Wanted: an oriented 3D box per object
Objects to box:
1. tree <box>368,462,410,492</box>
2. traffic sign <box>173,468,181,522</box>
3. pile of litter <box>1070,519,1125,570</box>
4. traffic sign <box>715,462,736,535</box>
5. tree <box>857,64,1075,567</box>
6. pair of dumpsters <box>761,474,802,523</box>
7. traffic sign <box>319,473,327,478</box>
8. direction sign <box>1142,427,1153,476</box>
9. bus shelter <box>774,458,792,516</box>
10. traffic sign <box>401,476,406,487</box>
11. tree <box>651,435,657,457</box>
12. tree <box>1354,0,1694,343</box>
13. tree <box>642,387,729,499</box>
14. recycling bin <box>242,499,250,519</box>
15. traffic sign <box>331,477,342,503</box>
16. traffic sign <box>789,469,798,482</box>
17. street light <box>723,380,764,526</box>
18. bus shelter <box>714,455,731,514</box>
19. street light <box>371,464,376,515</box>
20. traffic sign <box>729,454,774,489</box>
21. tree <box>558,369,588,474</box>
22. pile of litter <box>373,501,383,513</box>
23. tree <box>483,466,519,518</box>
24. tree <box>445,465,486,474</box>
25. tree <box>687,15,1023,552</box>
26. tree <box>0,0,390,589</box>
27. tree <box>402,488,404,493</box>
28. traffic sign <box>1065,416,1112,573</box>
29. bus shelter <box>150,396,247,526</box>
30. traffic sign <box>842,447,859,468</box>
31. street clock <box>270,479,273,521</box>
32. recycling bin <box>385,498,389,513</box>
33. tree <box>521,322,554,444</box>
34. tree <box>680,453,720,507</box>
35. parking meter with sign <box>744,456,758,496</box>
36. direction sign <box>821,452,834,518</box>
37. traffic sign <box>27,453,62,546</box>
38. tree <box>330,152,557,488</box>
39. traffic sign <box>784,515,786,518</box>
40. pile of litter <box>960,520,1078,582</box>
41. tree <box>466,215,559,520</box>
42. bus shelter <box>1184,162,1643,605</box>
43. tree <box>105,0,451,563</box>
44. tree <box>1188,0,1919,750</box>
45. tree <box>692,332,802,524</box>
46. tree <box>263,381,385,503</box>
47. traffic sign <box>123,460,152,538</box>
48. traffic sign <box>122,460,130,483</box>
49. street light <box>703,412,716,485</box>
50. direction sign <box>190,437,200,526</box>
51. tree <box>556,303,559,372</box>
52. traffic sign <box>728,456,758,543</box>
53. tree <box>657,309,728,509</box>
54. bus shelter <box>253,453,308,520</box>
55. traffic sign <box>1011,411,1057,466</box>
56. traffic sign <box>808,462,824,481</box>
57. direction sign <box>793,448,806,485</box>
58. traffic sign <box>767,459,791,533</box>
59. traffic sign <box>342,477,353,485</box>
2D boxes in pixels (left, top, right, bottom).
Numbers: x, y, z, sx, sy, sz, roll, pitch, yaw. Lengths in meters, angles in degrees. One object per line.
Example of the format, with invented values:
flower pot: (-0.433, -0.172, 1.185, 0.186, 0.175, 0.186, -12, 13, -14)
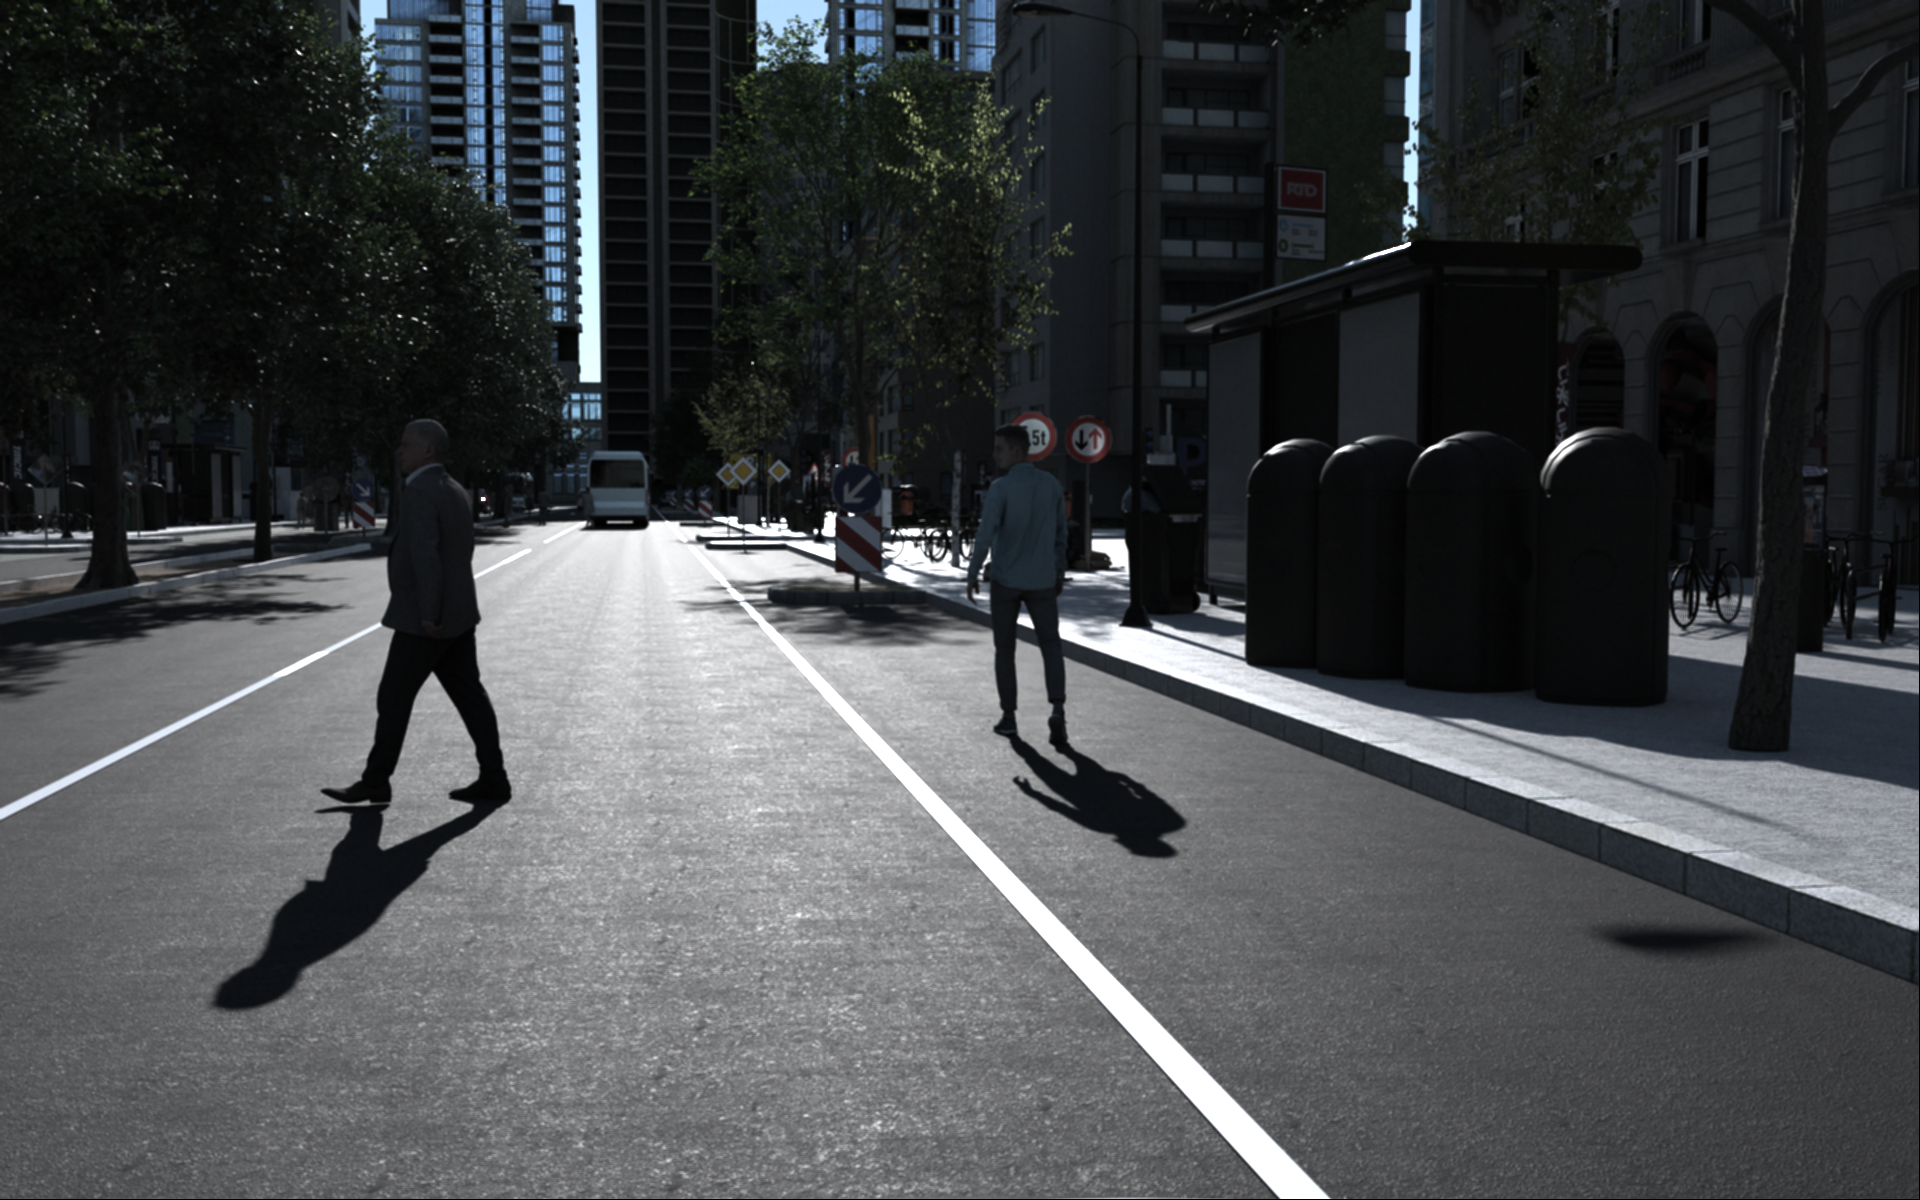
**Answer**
tree: (-40.704, -8.609, 124.474, 4.285, 4.588, 4.351, 0, 3, 0)
traffic sign: (-34.577, -4.614, 76.627, 0.795, 2.450, 0.064, 0, 4, -1)
pile of litter: (2.057, -0.948, 29.464, 1.719, 0.858, 1.176, -1, 4, -18)
traffic sign: (-7.171, -3.056, 53.606, 0.795, 2.450, 0.064, -1, 4, -10)
tree: (-0.049, -4.907, 30.597, 4.360, 8.622, 3.978, 0, 3, 0)
pair of dumpsters: (-8.092, -4.664, 78.751, 1.574, 2.255, 4.437, -1, 4, -10)
traffic sign: (-37.931, -6.312, 103.314, 0.768, 2.556, 0.104, 0, 4, -2)
direction sign: (6.212, -4.089, 58.854, 0.876, 3.537, 0.379, -2, 4, -34)
bus shelter: (-10.542, -6.447, 99.324, 2.014, 3.302, 5.546, -1, 4, -10)
traffic sign: (-39.462, -7.468, 122.203, 0.768, 2.556, 0.104, -1, 4, -8)
tree: (-16.174, -11.292, 119.043, 8.767, 10.594, 7.601, 1, 4, 9)
tree: (7.924, -4.497, 23.893, 4.737, 8.622, 4.395, 0, 3, 0)
tree: (-31.258, -17.895, 199.243, 9.857, 13.997, 8.962, 0, 3, 0)
recycling bin: (-36.758, -4.711, 89.575, 0.722, 1.027, 0.722, -2, 4, -26)
traffic sign: (-36.420, -6.059, 101.188, 0.606, 2.300, 0.079, 0, 4, -8)
traffic sign: (-8.570, -5.350, 87.580, 0.768, 2.556, 0.104, -1, 4, -10)
street light: (-8.601, -5.920, 69.335, 1.470, 5.913, 1.316, -1, 4, -10)
bus shelter: (-14.420, -7.176, 108.617, 1.731, 3.624, 6.357, -1, 4, -10)
street light: (-35.895, -8.243, 107.309, 1.470, 5.913, 1.316, -1, 4, -10)
traffic sign: (-10.527, -5.724, 87.453, 2.265, 3.308, 0.079, 0, 4, -5)
tree: (-25.383, -10.739, 95.050, 9.611, 12.733, 9.660, 0, 3, 0)
pile of litter: (-39.934, -6.325, 117.371, 1.719, 0.858, 1.176, -2, 4, -33)
tree: (-28.181, -9.496, 108.086, 4.360, 8.622, 3.978, 0, 3, 0)
tree: (-47.714, -14.125, 165.351, 8.767, 10.594, 7.601, 0, 4, -1)
tree: (-2.223, -6.884, 38.312, 9.928, 11.665, 9.643, 0, 3, 0)
tree: (-13.051, -6.535, 26.320, 9.611, 12.733, 9.660, 0, 3, 0)
tree: (-42.616, -8.491, 133.427, 1.663, 3.219, 1.824, 0, 3, 0)
traffic sign: (2.084, -1.723, 28.272, 0.768, 2.556, 0.104, 0, 4, -5)
bus shelter: (-32.307, -5.854, 73.343, 2.179, 5.291, 8.768, -1, 4, -10)
traffic sign: (-2.833, -2.876, 47.133, 0.768, 2.556, 0.104, 0, 4, -3)
street clock: (-32.627, -4.721, 81.756, 0.358, 2.002, 0.471, -3, 5, -40)
recycling bin: (-39.075, -6.516, 119.094, 0.722, 1.027, 0.722, -3, 4, -36)
tree: (-23.855, -9.611, 85.347, 9.928, 11.665, 9.643, 0, 3, 0)
tree: (-20.622, -9.487, 138.833, 4.285, 4.588, 4.351, 0, 3, 0)
parking meter with sign: (-9.478, -5.055, 78.912, 0.543, 3.016, 1.738, -1, 4, -12)
direction sign: (-7.282, -6.250, 94.189, 0.876, 3.537, 0.379, -1, 4, -21)
traffic sign: (-22.540, -2.388, 42.687, 0.795, 2.450, 0.064, -1, 4, -10)
tree: (-20.229, -9.554, 65.314, 9.857, 13.997, 8.962, 0, 3, 0)
traffic sign: (-9.564, -5.653, 94.562, 0.606, 2.300, 0.079, -1, 4, -9)
pile of litter: (0.820, -0.707, 25.525, 1.719, 0.858, 1.176, 0, 4, 2)
tree: (-18.232, -8.327, 55.617, 9.611, 12.733, 9.660, 0, 3, 0)
bus shelter: (3.944, -2.513, 18.720, 2.179, 5.291, 8.768, -1, 4, -10)
tree: (-14.577, -6.598, 36.089, 9.928, 11.665, 9.643, 0, 3, 0)
tree: (4.339, -4.517, 8.264, 7.601, 10.594, 8.767, 1, 4, 21)
tree: (-8.284, -7.500, 72.985, 4.360, 8.622, 3.978, 0, 3, 0)
tree: (-34.675, -9.835, 95.217, 7.601, 10.594, 8.767, 0, 4, -1)
traffic sign: (-23.987, -2.868, 50.540, 0.795, 2.450, 0.064, -1, 4, -10)
traffic sign: (-31.873, -4.053, 66.266, 0.884, 2.594, 0.081, -1, 4, -10)
street light: (-13.812, -7.670, 97.947, 1.470, 5.913, 1.316, -1, 4, -10)
direction sign: (-30.424, -4.694, 68.748, 0.379, 3.537, 0.876, -1, 4, -21)
tree: (-21.886, -10.153, 75.115, 9.857, 13.997, 8.962, 0, 3, 0)
traffic sign: (-5.724, -2.576, 45.752, 0.795, 2.450, 0.064, -1, 4, -10)
tree: (-6.135, -7.846, 62.690, 8.767, 10.594, 7.601, -1, 4, -14)
bus shelter: (-34.256, -5.759, 88.081, 2.014, 3.302, 5.546, -1, 4, -10)
traffic sign: (1.113, -1.633, 26.803, 0.768, 2.556, 0.104, 0, 4, -1)
traffic sign: (-5.934, -4.317, 70.589, 0.884, 2.594, 0.081, -1, 4, -9)
direction sign: (-7.931, -5.708, 85.318, 0.379, 3.537, 0.876, 3, 5, 41)
traffic sign: (-5.943, -3.410, 56.939, 0.795, 2.450, 0.064, 0, 4, -6)
traffic sign: (-42.002, -7.254, 118.710, 0.768, 2.556, 0.104, 0, 4, -2)
